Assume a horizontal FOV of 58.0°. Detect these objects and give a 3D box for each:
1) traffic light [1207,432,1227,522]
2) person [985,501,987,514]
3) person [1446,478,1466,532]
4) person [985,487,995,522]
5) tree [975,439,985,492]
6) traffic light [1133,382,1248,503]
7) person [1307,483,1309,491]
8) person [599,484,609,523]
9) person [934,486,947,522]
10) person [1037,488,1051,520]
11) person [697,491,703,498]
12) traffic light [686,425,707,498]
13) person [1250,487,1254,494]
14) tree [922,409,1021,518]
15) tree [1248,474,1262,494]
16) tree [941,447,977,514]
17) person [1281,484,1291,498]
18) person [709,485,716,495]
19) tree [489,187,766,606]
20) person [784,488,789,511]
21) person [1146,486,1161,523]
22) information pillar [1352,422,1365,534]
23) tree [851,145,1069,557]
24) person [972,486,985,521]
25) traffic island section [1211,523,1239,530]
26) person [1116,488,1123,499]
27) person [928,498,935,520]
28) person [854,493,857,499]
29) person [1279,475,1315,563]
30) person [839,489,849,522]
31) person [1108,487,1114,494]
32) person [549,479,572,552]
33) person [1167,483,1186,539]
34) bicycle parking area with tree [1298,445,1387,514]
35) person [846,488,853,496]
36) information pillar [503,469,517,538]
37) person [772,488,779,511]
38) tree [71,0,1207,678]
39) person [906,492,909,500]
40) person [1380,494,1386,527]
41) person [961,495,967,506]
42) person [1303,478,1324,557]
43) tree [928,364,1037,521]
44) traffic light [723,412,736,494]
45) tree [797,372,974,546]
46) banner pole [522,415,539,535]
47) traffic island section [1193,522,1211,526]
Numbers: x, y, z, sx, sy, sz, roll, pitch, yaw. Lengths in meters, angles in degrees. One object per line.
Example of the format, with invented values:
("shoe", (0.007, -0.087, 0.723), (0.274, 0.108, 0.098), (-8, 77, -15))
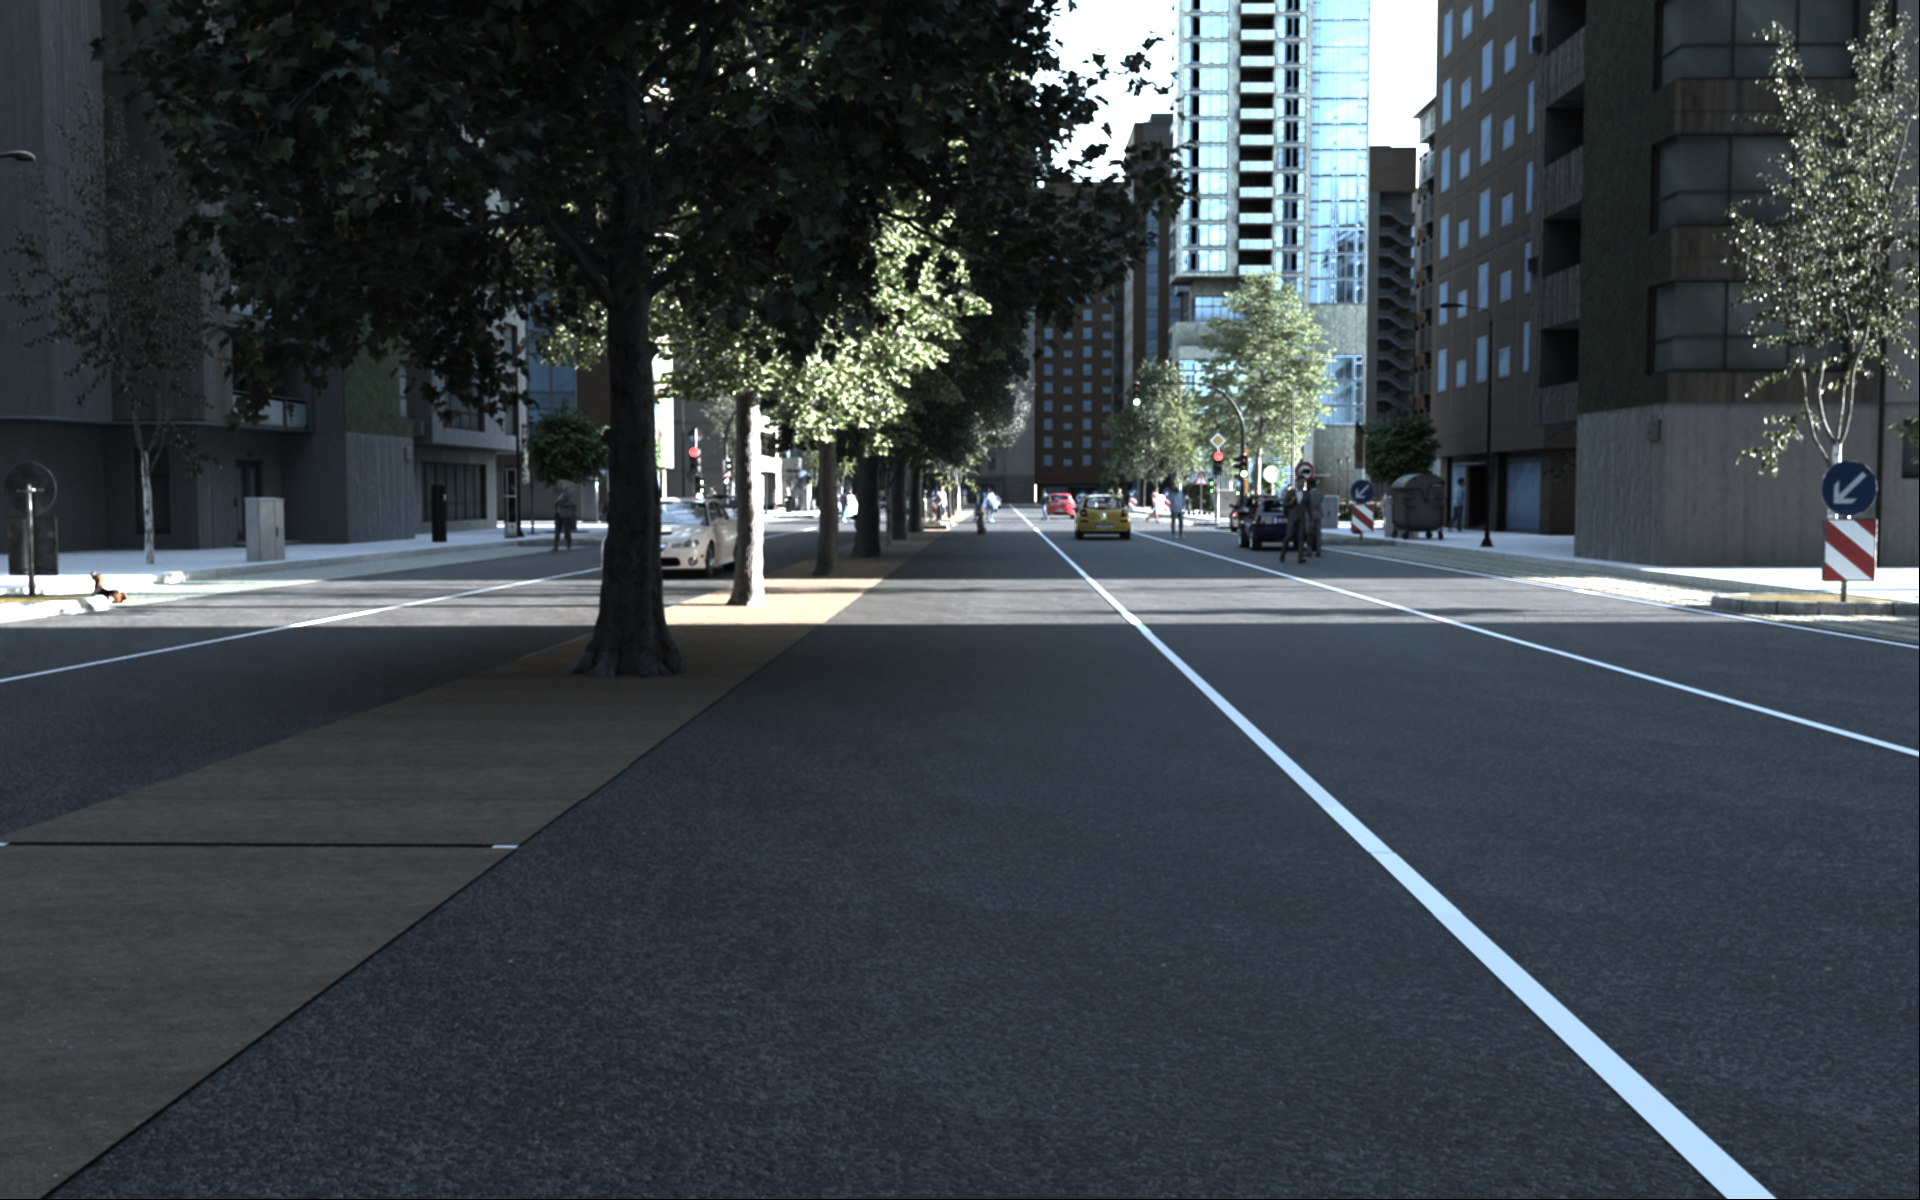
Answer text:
("traffic light", (11.631, -5.473, 78.397), (0.839, 4.253, 0.868), (0, 4, 1))
("person", (1.998, -6.783, 123.688), (0.425, 1.301, 0.394), (1, 4, 19))
("person", (16.689, -3.190, 58.219), (0.620, 1.820, 0.660), (-1, 4, -10))
("person", (1.557, -4.981, 90.203), (0.793, 1.790, 0.793), (1, 4, 16))
("tree", (-0.044, -10.770, 128.903), (4.737, 8.622, 4.395), (0, 3, 0))
("traffic light", (9.362, -5.850, 70.318), (4.771, 5.953, 1.251), (0, 4, 1))
("person", (10.313, -2.568, 50.756), (0.793, 1.790, 0.793), (0, 4, 2))
("person", (-7.778, -1.830, 38.818), (0.661, 1.777, 0.834), (1, 4, 17))
("person", (-0.968, -4.595, 83.479), (0.661, 1.843, 0.795), (-2, 4, -33))
("person", (4.629, -5.281, 95.199), (0.721, 1.781, 0.623), (1, 4, 15))
("person", (-12.722, -4.671, 84.219), (0.330, 1.601, 0.589), (3, 5, 39))
("traffic light", (-10.801, -5.013, 70.887), (0.839, 4.253, 0.868), (0, 4, 1))
("person", (21.491, -7.385, 127.148), (0.716, 1.782, 0.532), (-2, 4, -31))
("tree", (-0.575, -10.098, 101.967), (8.767, 10.594, 7.601), (0, 4, 1))
("tree", (24.470, -9.060, 142.734), (1.663, 3.219, 1.824), (0, 3, 0))
("tree", (-0.146, -10.415, 123.106), (4.360, 8.622, 3.978), (0, 3, 0))
("person", (16.297, -4.891, 86.199), (0.473, 1.802, 0.592), (-2, 4, -31))
("person", (-14.420, -5.733, 100.119), (0.599, 1.781, 0.374), (1, 4, 21))
("tree", (-2.816, -6.222, 22.310), (7.486, 12.596, 7.792), (0, 3, 0))
("person", (-13.278, -7.793, 133.803), (0.624, 1.780, 0.694), (-1, 4, -11))
("person", (9.562, -4.705, 85.525), (0.778, 1.811, 0.616), (1, 4, 19))
("information pillar", (12.922, -3.955, 56.014), (0.183, 3.616, 0.504), (-1, 4, -18))
("tree", (-2.126, -7.944, 38.999), (9.857, 13.997, 8.962), (0, 3, 0))
("person", (0.996, -4.919, 88.907), (0.794, 1.824, 0.713), (2, 4, 33))
("traffic island section", (11.495, -2.951, 70.527), (2.009, 0.180, 2.903), (0, 4, 1))
("person", (9.344, -5.717, 102.394), (0.534, 1.772, 0.576), (3, 4, 36))
("person", (-1.515, -5.276, 96.575), (0.330, 1.601, 0.589), (2, 4, 33))
("person", (-8.282, -8.023, 140.026), (0.721, 1.781, 0.623), (1, 4, 12))
("person", (7.023, -1.689, 36.076), (0.622, 1.834, 0.822), (-1, 4, -13))
("person", (-6.049, -4.951, 90.287), (0.563, 1.720, 0.643), (2, 4, 34))
("person", (9.489, -6.215, 109.472), (0.474, 1.900, 0.648), (-1, 4, -13))
("person", (-9.906, -2.105, 43.098), (0.537, 1.800, 0.526), (3, 5, 42))
("person", (6.962, -2.866, 55.628), (0.793, 1.790, 0.793), (-3, 5, -43))
("bicycle parking area with tree", (21.712, -6.821, 98.518), (8.231, 4.147, 9.016), (0, 4, 2))
("person", (-7.159, -6.276, 110.925), (0.655, 1.846, 0.447), (1, 4, 12))
("information pillar", (-13.109, -2.814, 50.496), (0.304, 2.012, 0.304), (-2, 4, -31))
("person", (-14.150, -7.687, 132.469), (0.466, 1.731, 0.760), (-2, 4, -30))
("tree", (-2.627, -5.762, 13.667), (9.611, 12.733, 9.660), (0, 3, 0))
("person", (-6.561, -12.765, 217.882), (1.217, 1.739, 0.721), (-1, 4, -10))
("person", (16.528, -3.484, 67.291), (0.425, 1.301, 0.394), (0, 4, 6))
("person", (0.498, -12.110, 207.441), (0.756, 1.711, 0.436), (0, 4, -4))
("person", (8.098, -1.908, 39.882), (0.511, 1.800, 0.466), (-2, 4, -32))
("tree", (-1.073, -10.839, 90.043), (12.009, 13.543, 11.850), (0, 3, 0))
("traffic light", (-8.531, -6.373, 78.859), (4.771, 5.953, 1.251), (0, 4, 1))
("tree", (-1.915, -5.758, 46.968), (4.737, 8.622, 4.395), (0, 3, 0))
("banner pole", (-13.656, -3.962, 54.795), (0.401, 3.779, 0.863), (1, 4, 14))
("traffic island section", (11.671, -3.439, 78.510), (2.009, 0.180, 2.903), (0, 4, 1))
